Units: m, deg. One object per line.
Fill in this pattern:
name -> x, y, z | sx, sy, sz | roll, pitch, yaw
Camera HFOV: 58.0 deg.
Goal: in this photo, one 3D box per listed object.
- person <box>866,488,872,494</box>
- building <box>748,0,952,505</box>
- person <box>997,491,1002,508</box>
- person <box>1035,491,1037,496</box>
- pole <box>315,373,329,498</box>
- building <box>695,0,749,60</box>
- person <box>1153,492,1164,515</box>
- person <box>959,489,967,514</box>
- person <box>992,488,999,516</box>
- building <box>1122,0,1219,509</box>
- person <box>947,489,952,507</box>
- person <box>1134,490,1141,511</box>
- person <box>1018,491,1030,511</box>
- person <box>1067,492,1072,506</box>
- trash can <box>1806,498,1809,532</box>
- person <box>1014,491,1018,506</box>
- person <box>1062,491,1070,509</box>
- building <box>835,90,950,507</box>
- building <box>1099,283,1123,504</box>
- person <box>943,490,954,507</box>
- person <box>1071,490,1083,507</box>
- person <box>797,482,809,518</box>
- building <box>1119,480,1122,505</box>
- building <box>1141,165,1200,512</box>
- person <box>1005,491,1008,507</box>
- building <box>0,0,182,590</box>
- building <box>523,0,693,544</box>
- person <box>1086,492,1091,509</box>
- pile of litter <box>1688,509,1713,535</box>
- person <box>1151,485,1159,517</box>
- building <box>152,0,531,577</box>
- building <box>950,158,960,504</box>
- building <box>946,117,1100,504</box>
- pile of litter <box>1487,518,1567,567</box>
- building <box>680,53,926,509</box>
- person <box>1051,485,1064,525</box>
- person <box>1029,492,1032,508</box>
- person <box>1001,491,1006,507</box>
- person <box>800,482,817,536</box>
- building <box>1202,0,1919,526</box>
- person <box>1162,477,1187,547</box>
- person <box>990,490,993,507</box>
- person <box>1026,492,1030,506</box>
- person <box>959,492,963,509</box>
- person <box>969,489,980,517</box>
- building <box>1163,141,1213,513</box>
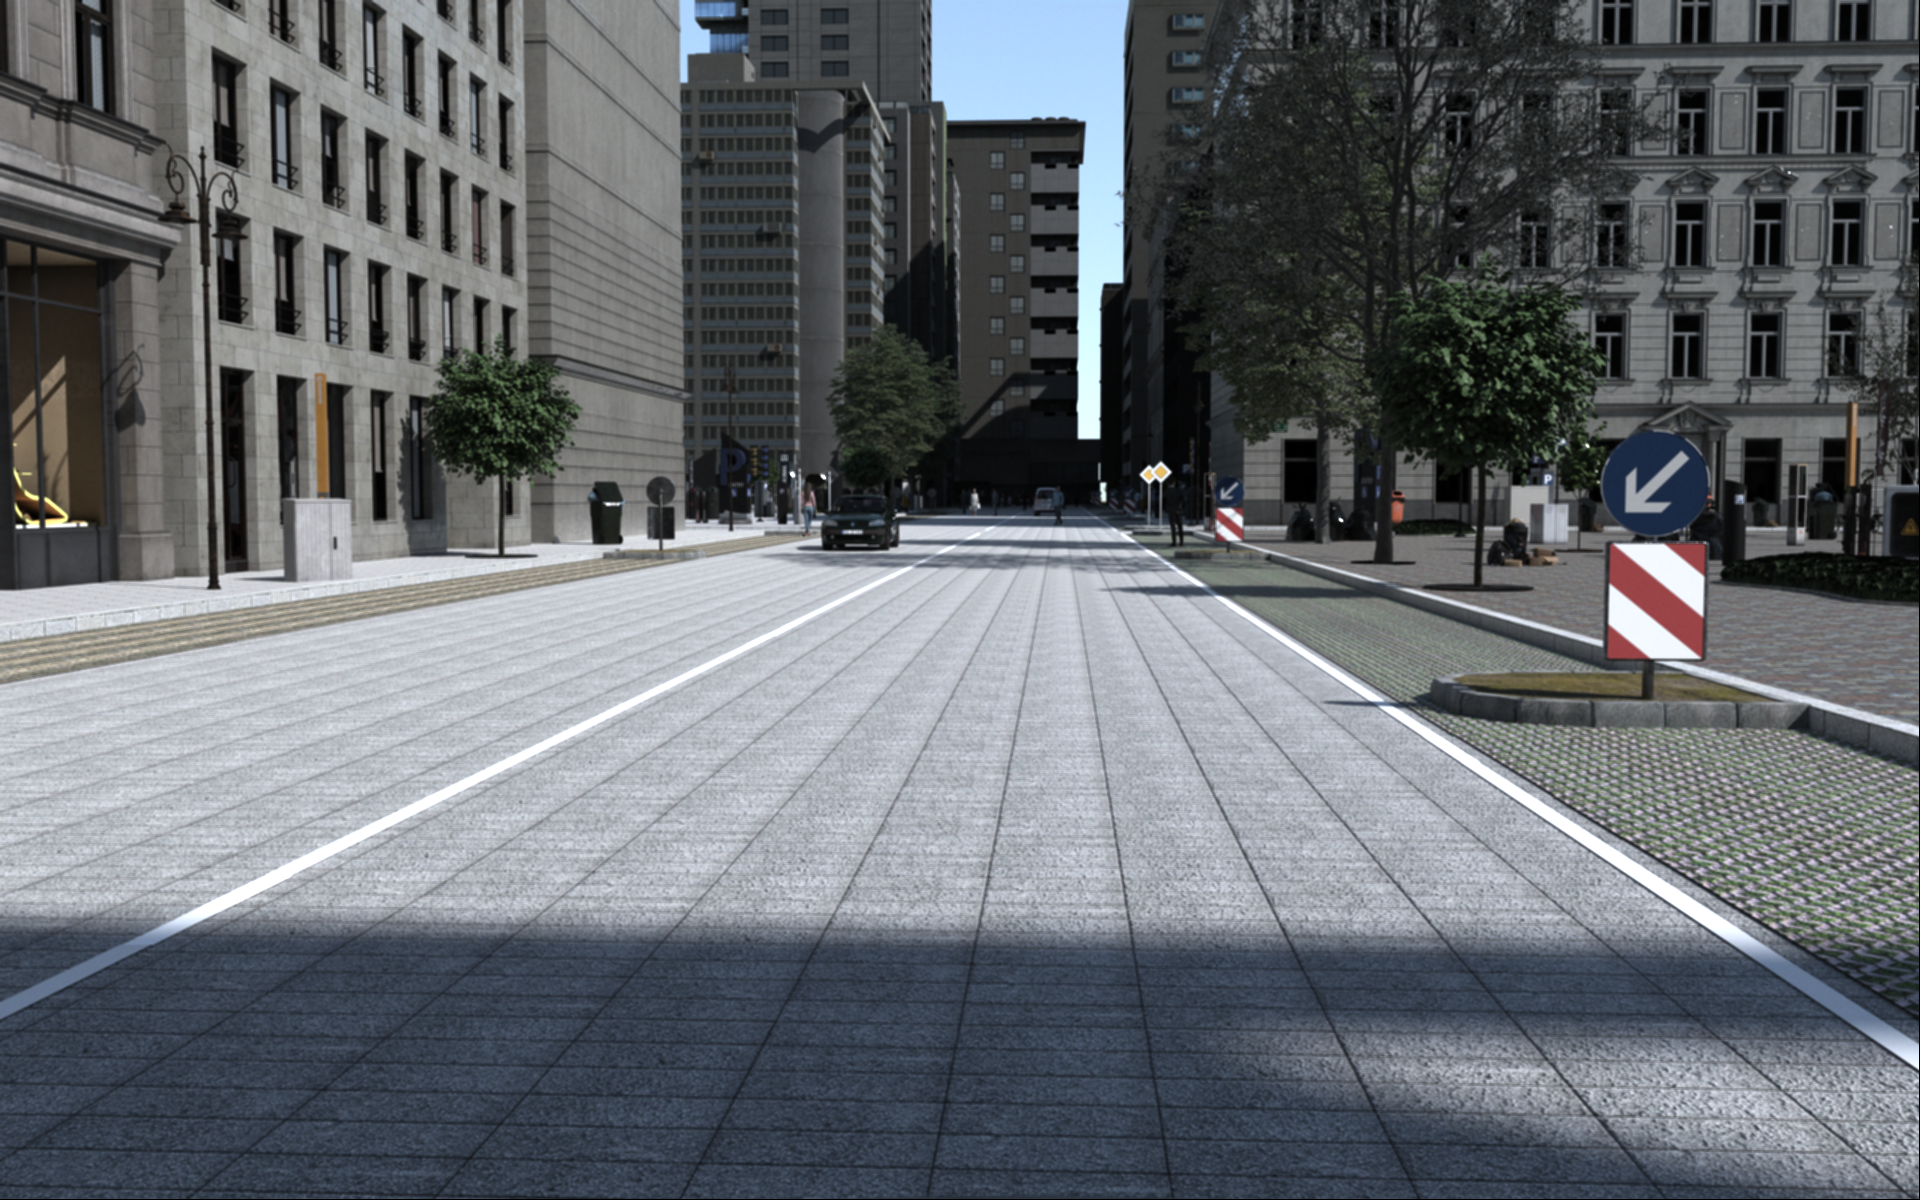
person -> -4.545, -4.871, 88.731 | 0.593, 1.750, 0.643 | -2, 4, -24
building -> -11.438, -46.115, 192.230 | 20.563, 71.187, 20.611 | 0, 4, 3
person -> 4.028, -10.215, 175.970 | 0.683, 1.767, 0.568 | 2, 4, 35
person -> 9.477, -12.574, 214.083 | 0.705, 1.824, 1.348 | 0, 4, -2
pole -> -10.801, -2.172, 29.357 | 0.158, 3.312, 0.155 | 0, 3, 0
building -> -23.697, -56.700, 239.722 | 31.000, 86.520, 22.319 | 0, 4, 3
person -> 12.042, -6.008, 105.016 | 0.760, 1.731, 0.466 | 1, 4, 14
person -> 0.199, -7.261, 127.400 | 0.590, 1.801, 0.661 | -2, 4, -27
person -> 2.332, -6.467, 114.331 | 0.391, 1.810, 0.635 | 1, 4, 19
building -> 25.712, -32.511, 155.251 | 21.300, 48.544, 21.600 | 0, 4, 3
person -> -1.098, -10.470, 177.244 | 0.705, 1.822, 1.348 | 1, 4, 15
person -> 13.255, -7.402, 128.876 | 0.330, 1.601, 0.589 | -3, 5, -41
person -> 5.561, -8.614, 150.050 | 1.217, 1.735, 0.721 | -3, 4, -37
person -> 13.250, -12.356, 211.238 | 1.217, 1.743, 0.721 | 1, 4, 11
trash can -> 28.665, -2.876, 58.673 | 0.748, 1.137, 0.748 | 0, 3, 0
person -> 6.514, -11.739, 200.988 | 0.434, 1.755, 0.990 | 0, 4, -3
person -> 9.769, -9.330, 161.771 | 1.217, 1.743, 0.721 | -2, 4, -33
building -> -8.803, -30.093, 175.607 | 14.154, 41.232, 14.086 | 0, 4, 3
building -> 26.002, -28.273, 233.968 | 14.107, 30.474, 14.160 | 0, 4, 3
person -> -1.129, -10.340, 175.780 | 1.217, 1.739, 0.721 | 0, 4, 5
person -> 12.665, -10.991, 188.145 | 1.348, 1.831, 0.705 | 1, 4, 15
person -> -7.472, -4.605, 81.253 | 0.836, 1.842, 0.656 | -3, 5, -43
building -> 35.336, -31.399, 205.261 | 32.217, 40.220, 23.993 | 0, 4, 3
building -> 20.413, -20.372, 130.340 | 12.463, 27.353, 25.104 | 0, 4, 3
person -> 5.233, -11.391, 194.872 | 0.705, 1.807, 1.348 | 1, 4, 17
building -> -17.517, -9.498, 6.208 | 10.553, 20.767, 40.483 | 0, 4, 3
building -> -31.462, -16.922, 53.096 | 44.131, 29.872, 17.030 | 0, 4, 3
person -> 12.404, -9.598, 166.901 | 0.593, 1.643, 0.415 | -2, 4, -34
pile of litter -> 23.764, -2.484, 54.576 | 1.719, 0.858, 1.176 | 0, 4, 2
person -> 10.741, -5.446, 95.429 | 0.444, 1.785, 0.601 | 0, 4, -6
building -> -16.437, -11.014, 34.826 | 10.420, 20.320, 16.860 | 0, 4, 3
building -> -7.144, -32.354, 212.581 | 14.086, 41.232, 14.154 | 0, 4, 3
building -> 5.695, -39.950, 242.416 | 27.495, 52.752, 28.713 | 0, 4, 3
pile of litter -> 10.238, -1.054, 31.204 | 1.719, 0.858, 1.176 | -1, 4, -17
building -> -19.713, -28.456, 157.144 | 32.217, 40.220, 23.993 | 0, 4, 3
person -> 4.601, -4.416, 80.567 | 0.748, 1.841, 0.638 | -3, 5, -41
person -> 7.075, -10.164, 176.144 | 0.415, 1.643, 0.593 | -2, 4, -26
person -> 4.816, -11.144, 191.408 | 0.721, 1.736, 1.217 | -1, 4, -23
person -> -5.075, -3.035, 58.136 | 0.555, 1.821, 0.388 | -1, 4, -12
building -> 33.281, -18.299, 75.608 | 44.131, 29.872, 17.030 | 0, 4, 3
person -> 5.792, -2.390, 46.934 | 0.648, 1.900, 0.474 | -1, 4, -16
person -> 3.563, -11.274, 192.692 | 0.709, 1.838, 0.599 | 2, 4, 30
person -> 8.398, -12.572, 214.847 | 0.742, 1.727, 0.445 | 0, 4, 4
person -> 0.238, -9.337, 162.076 | 0.530, 1.710, 0.541 | -3, 4, -36
person -> 0.956, -6.203, 110.279 | 0.694, 1.780, 0.624 | 2, 4, 24
building -> 19.595, -17.148, 110.043 | 12.332, 23.373, 15.834 | 0, 4, 3
